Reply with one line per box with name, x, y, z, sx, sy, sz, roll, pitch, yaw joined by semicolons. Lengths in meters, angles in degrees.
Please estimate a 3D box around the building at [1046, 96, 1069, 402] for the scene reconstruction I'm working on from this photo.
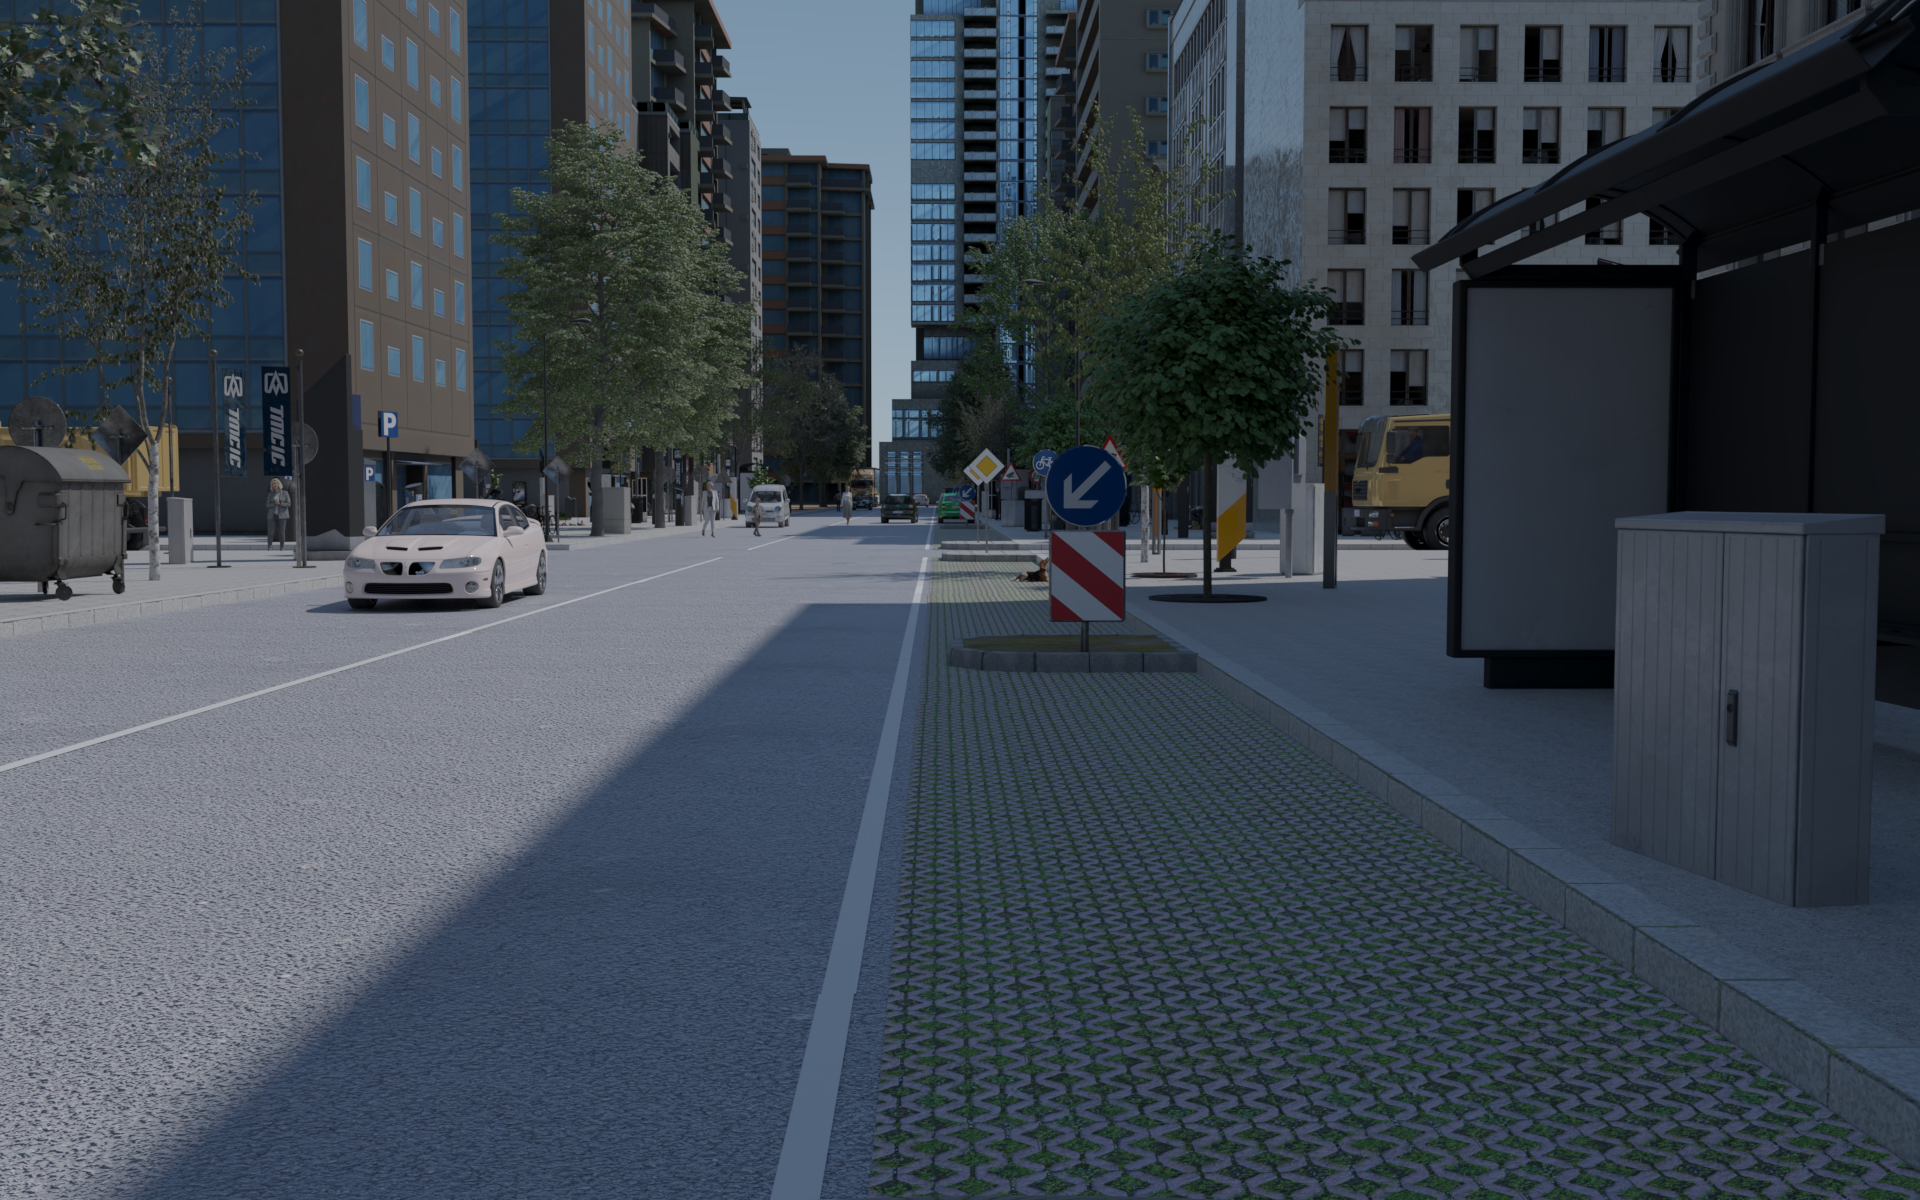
building;16.004;-30.464;181.687;14.154;41.232;14.086;0;4;-1

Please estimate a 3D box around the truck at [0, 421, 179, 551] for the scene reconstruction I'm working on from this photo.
truck;-24.002;-2.770;41.217;9.791;3.379;3.469;0;4;-1

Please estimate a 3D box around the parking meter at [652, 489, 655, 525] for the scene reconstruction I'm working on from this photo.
parking meter;-12.808;-3.950;73.000;0.372;1.533;0.369;0;3;0

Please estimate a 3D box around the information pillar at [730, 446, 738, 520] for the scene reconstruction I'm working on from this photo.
information pillar;-11.165;-5.751;85.376;0.183;3.616;0.504;-3;4;-38

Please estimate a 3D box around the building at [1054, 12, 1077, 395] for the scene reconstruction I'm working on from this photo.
building;20.045;-30.801;158.214;22.147;44.769;28.867;0;4;-1

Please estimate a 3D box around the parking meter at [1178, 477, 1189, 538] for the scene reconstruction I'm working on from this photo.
parking meter;6.530;-2.746;50.603;0.255;1.863;0.399;1;4;19

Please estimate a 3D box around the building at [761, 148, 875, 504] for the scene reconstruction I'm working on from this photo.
building;-25.569;-34.702;222.005;28.867;44.769;22.147;0;4;-1

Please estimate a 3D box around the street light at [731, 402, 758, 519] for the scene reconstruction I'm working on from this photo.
street light;-10.876;-7.031;87.491;1.470;5.913;1.316;0;4;-1

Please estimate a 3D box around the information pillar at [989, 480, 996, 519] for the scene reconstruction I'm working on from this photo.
information pillar;1.688;-5.225;89.927;0.304;2.012;0.304;-2;4;-31

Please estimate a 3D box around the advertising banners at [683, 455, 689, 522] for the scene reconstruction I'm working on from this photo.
advertising banners;-12.575;-5.055;78.830;0.090;3.025;2.074;-1;4;-21

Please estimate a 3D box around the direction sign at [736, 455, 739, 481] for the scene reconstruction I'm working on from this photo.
direction sign;-13.171;-6.684;101.280;0.379;3.537;0.876;2;4;26

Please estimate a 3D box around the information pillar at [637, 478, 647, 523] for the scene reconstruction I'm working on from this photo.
information pillar;-14.347;-4.510;78.235;0.304;2.012;0.304;3;5;43

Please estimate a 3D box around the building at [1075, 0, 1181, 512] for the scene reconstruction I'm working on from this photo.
building;20.326;-31.119;132.497;21.300;48.544;21.600;0;4;-1

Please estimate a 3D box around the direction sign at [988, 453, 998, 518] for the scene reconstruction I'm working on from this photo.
direction sign;1.630;-6.266;94.449;0.876;3.537;0.379;0;4;4

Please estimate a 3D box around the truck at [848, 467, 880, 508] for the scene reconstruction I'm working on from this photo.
truck;-10.108;-11.946;184.226;2.839;4.237;11.283;0;4;1

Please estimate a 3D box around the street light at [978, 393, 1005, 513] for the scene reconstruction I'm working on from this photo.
street light;1.493;-6.516;79.073;1.470;5.913;1.316;0;4;-1

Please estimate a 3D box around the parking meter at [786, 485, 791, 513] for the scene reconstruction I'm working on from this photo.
parking meter;-11.411;-6.681;114.945;0.255;1.863;0.399;3;5;44

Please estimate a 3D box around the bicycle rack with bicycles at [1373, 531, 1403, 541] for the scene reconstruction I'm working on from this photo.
bicycle rack with bicycles;12.707;-2.117;47.996;2.925;0.926;2.852;-1;4;-21

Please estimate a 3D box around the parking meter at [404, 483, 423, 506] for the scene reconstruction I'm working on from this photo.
parking meter;-11.943;-1.804;37.898;0.372;1.533;0.369;0;3;0

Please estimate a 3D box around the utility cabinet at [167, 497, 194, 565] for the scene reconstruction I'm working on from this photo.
utility cabinet;-14.400;-1.276;32.017;0.306;1.237;1.020;-1;4;-16

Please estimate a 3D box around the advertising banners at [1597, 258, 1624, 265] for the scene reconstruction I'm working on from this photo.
advertising banners;4.383;-0.999;12.515;0.090;3.025;2.074;3;5;41

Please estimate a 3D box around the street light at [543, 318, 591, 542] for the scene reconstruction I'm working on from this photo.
street light;-10.449;-4.489;45.941;1.470;5.913;1.316;0;4;-1

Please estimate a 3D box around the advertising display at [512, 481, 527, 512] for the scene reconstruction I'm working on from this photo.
advertising display;-22.070;-4.989;86.791;0.974;1.923;0.123;3;4;38

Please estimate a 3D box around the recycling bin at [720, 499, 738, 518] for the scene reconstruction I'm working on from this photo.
recycling bin;-12.209;-4.828;91.497;0.722;1.027;0.722;-3;4;-37

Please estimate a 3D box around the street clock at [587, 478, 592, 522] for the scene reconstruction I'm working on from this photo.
street clock;-16.644;-4.515;78.395;0.358;2.002;0.471;-3;5;-42

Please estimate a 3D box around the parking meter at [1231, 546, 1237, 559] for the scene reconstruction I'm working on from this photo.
parking meter;5.291;-1.582;34.276;0.372;1.533;0.369;0;3;0

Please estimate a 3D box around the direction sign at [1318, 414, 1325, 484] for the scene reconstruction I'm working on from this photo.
direction sign;10.390;-3.519;49.528;0.379;3.537;0.876;2;4;32

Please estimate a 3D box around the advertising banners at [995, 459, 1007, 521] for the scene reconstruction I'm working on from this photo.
advertising banners;2.020;-5.406;84.575;0.090;3.025;2.074;1;4;16

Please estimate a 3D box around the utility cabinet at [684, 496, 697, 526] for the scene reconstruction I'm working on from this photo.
utility cabinet;-10.927;-3.615;70.262;0.306;1.237;1.020;0;4;4

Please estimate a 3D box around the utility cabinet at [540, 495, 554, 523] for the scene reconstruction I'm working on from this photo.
utility cabinet;-18.213;-3.991;76.412;0.306;1.237;1.020;0;4;6

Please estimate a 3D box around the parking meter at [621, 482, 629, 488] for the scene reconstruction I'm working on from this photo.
parking meter;-16.161;-4.751;83.393;0.399;1.863;0.255;0;4;-4

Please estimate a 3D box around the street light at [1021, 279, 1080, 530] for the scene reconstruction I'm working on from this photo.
street light;2.014;-3.982;37.643;1.470;5.913;1.316;0;4;-1

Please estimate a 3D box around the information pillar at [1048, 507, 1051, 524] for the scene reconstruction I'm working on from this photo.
information pillar;4.012;-5.055;73.996;0.183;3.616;0.504;3;5;42

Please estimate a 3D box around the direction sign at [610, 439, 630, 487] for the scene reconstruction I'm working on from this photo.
direction sign;-13.959;-4.845;71.212;0.876;3.537;0.379;-3;5;-40

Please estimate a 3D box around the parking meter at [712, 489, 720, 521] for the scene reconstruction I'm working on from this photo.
parking meter;-11.821;-4.618;83.918;0.372;1.533;0.369;0;3;0

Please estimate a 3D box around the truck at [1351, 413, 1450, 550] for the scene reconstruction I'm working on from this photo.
truck;13.747;-2.831;42.214;9.791;3.379;3.469;0;3;0

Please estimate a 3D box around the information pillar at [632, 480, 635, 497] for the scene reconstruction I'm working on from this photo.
information pillar;-16.705;-5.176;89.115;0.304;2.012;0.304;-1;4;-12

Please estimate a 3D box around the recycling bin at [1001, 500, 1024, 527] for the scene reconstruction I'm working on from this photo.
recycling bin;2.106;-3.381;67.834;0.722;1.027;0.722;3;5;44

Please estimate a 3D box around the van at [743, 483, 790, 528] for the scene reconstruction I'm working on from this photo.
van;-8.340;-4.165;75.108;2.013;2.044;4.112;0;4;-1

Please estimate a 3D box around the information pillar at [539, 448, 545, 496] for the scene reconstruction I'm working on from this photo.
information pillar;-21.012;-5.855;87.083;0.183;3.616;0.504;-2;4;-32

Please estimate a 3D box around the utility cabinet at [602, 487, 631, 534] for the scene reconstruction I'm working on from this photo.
utility cabinet;-10.971;-2.831;54.961;1.173;1.500;0.318;2;4;34

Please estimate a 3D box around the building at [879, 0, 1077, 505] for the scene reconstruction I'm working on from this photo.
building;5.411;-55.595;221.655;31.000;86.520;22.319;0;4;-1

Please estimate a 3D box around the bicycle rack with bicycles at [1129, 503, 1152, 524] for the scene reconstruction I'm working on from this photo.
bicycle rack with bicycles;6.601;-3.698;73.844;2.852;0.926;2.925;-2;4;-34

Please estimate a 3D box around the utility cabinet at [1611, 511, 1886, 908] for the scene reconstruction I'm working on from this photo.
utility cabinet;2.610;0.325;5.851;0.306;1.237;1.020;-1;4;-11

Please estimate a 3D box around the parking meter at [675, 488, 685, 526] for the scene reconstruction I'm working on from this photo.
parking meter;-11.229;-3.728;69.371;0.372;1.533;0.369;0;3;0

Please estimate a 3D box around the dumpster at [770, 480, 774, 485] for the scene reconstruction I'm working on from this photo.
dumpster;-13.465;-7.179;119.867;1.502;2.255;1.985;0;4;-1

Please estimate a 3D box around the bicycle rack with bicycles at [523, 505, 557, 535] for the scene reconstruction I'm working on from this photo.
bicycle rack with bicycles;-13.568;-2.465;53.680;2.852;0.926;2.925;2;4;29

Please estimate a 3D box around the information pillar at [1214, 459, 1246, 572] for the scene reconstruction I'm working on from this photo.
information pillar;4.448;-2.267;28.428;0.504;3.616;0.183;-1;4;-8

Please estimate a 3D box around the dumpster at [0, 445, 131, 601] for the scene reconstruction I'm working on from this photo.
dumpster;-11.288;-0.960;21.453;1.264;1.857;1.865;0;4;-1

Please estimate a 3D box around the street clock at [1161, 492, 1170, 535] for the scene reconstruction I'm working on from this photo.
street clock;6.423;-3.044;54.342;0.358;2.002;0.471;0;4;-7

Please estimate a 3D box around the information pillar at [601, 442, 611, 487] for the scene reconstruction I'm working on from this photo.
information pillar;-15.020;-5.011;73.279;0.504;3.616;0.183;-2;4;-35
